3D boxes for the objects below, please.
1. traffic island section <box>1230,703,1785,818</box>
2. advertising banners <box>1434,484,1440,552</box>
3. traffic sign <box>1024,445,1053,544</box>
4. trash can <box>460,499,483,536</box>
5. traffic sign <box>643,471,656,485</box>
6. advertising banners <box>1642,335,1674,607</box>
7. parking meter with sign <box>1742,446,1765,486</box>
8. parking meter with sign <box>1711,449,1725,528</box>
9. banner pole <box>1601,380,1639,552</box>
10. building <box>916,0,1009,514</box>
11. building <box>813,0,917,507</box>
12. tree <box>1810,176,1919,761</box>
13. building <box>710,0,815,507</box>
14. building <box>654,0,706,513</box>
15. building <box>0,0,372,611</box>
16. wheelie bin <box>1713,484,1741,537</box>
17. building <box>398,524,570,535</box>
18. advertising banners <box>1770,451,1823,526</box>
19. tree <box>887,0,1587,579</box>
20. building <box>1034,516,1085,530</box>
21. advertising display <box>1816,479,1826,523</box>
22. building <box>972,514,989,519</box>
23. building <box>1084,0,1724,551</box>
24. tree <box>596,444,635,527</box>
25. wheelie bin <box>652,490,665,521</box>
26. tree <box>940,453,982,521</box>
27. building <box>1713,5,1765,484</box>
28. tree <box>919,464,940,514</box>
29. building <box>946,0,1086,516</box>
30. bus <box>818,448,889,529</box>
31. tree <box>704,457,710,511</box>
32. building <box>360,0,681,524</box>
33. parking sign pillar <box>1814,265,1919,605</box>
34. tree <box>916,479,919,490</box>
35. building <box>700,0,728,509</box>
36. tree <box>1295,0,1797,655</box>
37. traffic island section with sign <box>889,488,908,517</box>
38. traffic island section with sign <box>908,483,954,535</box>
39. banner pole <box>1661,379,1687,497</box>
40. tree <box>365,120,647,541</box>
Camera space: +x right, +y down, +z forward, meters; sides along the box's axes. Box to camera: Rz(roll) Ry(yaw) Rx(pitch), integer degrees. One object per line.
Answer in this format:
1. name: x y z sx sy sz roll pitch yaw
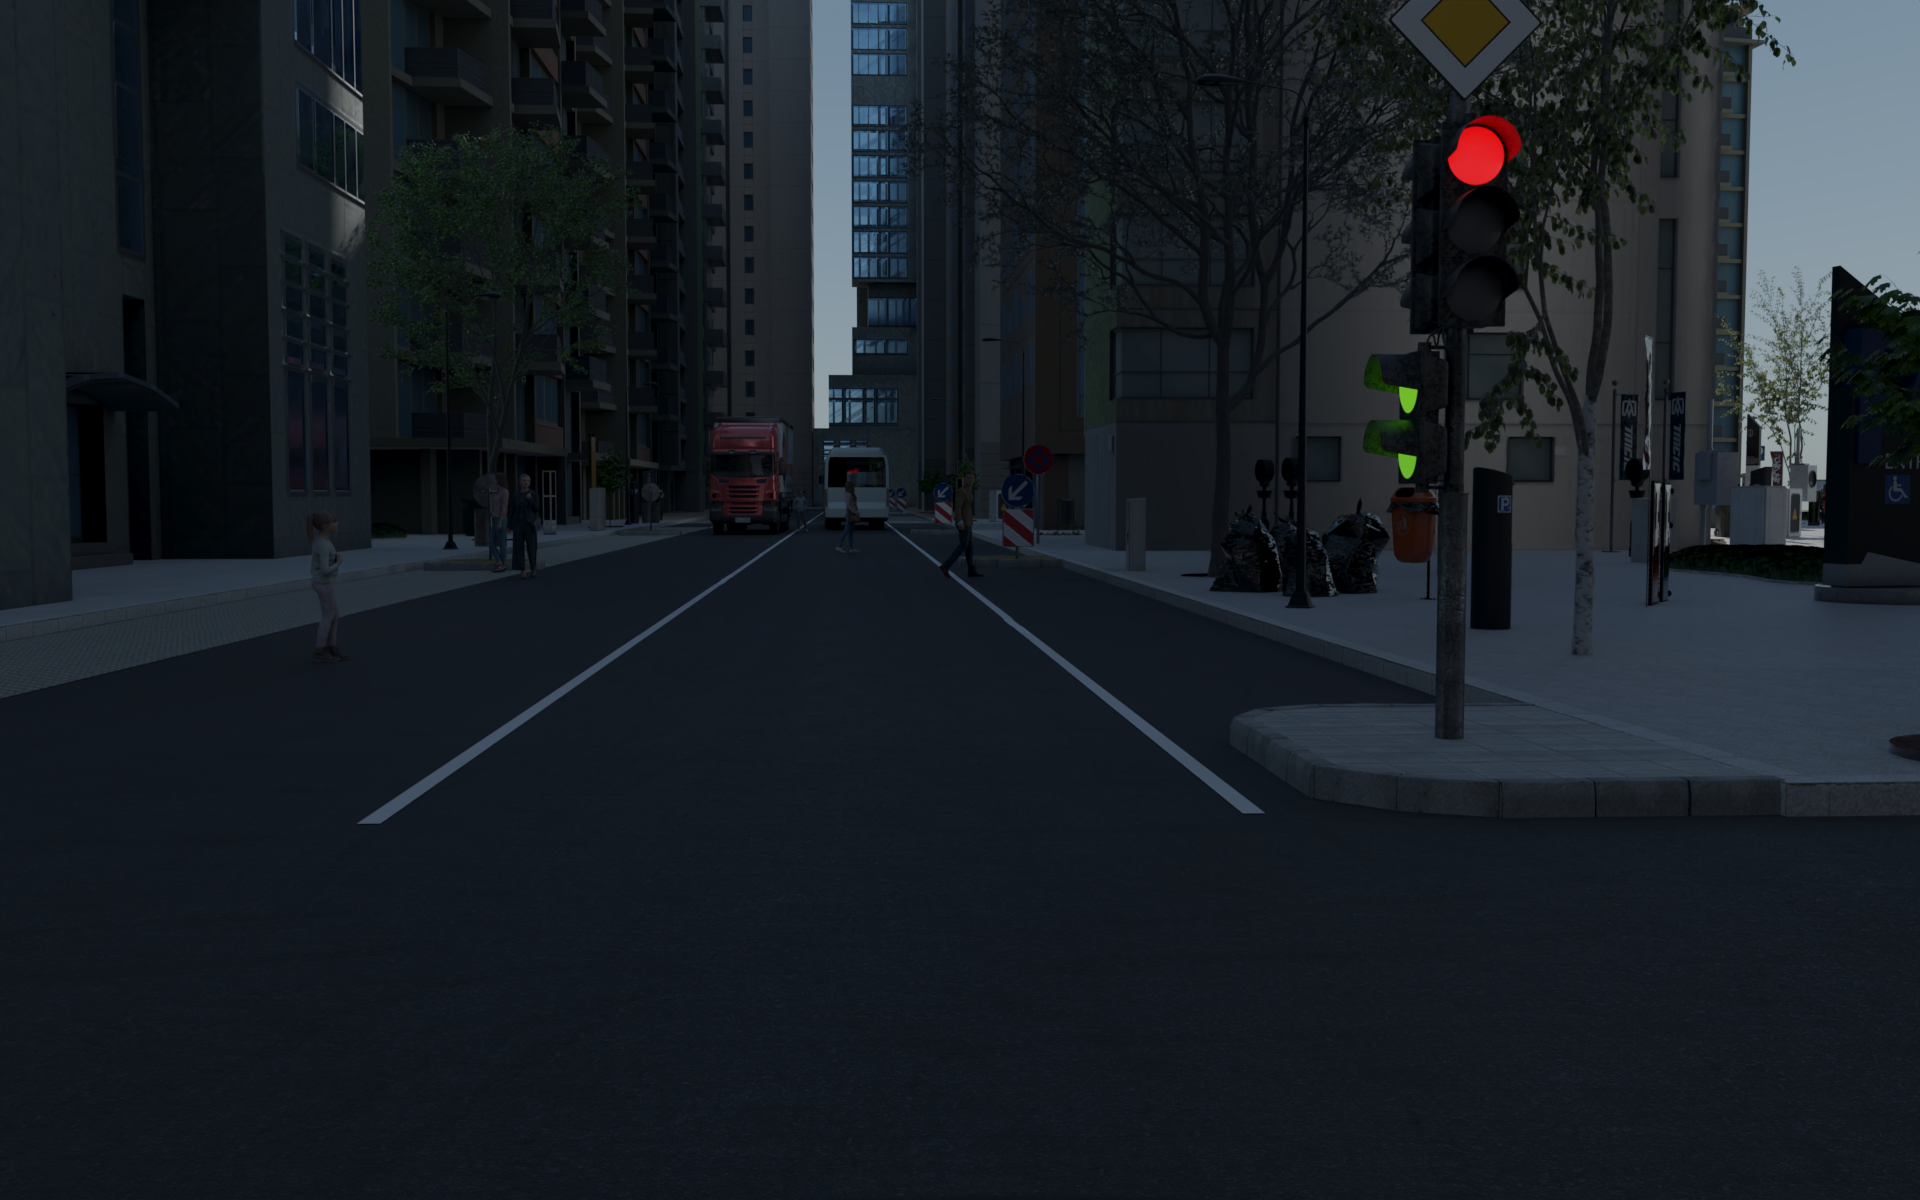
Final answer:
1. traffic island section: 2.597 0.805 9.117 2.009 0.180 2.903 0 4 -4
2. advertising banners: 10.474 -2.530 37.548 0.090 3.025 2.074 0 4 -2
3. traffic sign: 2.017 -2.728 44.705 0.768 2.556 0.104 0 4 -2
4. trash can: -14.810 -2.506 52.634 0.748 1.137 0.748 0 3 0
5. traffic sign: -13.935 -4.627 77.774 0.606 2.300 0.079 0 4 1
6. advertising banners: 8.047 -1.456 20.000 0.090 3.025 2.074 2 4 31
7. parking meter with sign: 28.869 -4.098 63.261 0.543 3.016 1.738 1 4 12
8. parking meter with sign: 28.751 -4.261 65.931 0.543 3.016 1.738 2 4 27
9. banner pole: 14.601 -2.947 38.199 0.863 3.779 0.401 -1 4 -17
10. building: 6.845 -36.869 144.813 21.231 58.520 28.212 0 4 -4
11. building: 0.430 -52.965 178.657 31.000 86.520 22.319 0 4 -4
12. tree: 4.998 -0.845 8.412 1.663 3.219 1.824 0 3 0
13. building: -29.064 -38.827 176.823 28.212 58.520 21.231 0 4 -4
14. building: -25.271 -26.612 118.707 14.154 41.232 14.086 0 4 -4
15. building: -22.132 -43.413 22.478 22.319 86.520 31.000 0 4 -4
16. wheelie bin: 23.028 -2.685 51.815 0.980 1.594 0.693 0 4 5
17. building: -25.652 -25.143 65.710 22.147 44.769 28.867 0 4 -4
18. advertising banners: 33.913 -4.530 70.261 2.074 3.025 0.090 1 4 10
19. tree: 4.158 -7.098 26.427 12.009 13.543 11.850 0 3 0
20. building: 9.066 -25.500 67.042 14.600 45.320 14.200 0 4 -4
21. advertising display: 38.120 -4.341 76.186 0.974 1.923 0.123 1 4 23
22. building: 10.633 -34.272 102.354 21.231 58.520 28.212 0 4 -4
23. building: 10.078 -22.109 45.085 14.154 41.232 14.086 0 4 -4
24. tree: -13.404 -4.423 66.918 1.663 3.219 1.824 0 3 0
25. wheelie bin: -14.583 -4.606 83.222 0.693 1.594 0.980 0 4 7
26. tree: 0.181 -5.355 82.149 1.663 3.219 1.824 0 3 0
27. building: 53.732 -30.394 151.560 28.867 44.769 22.147 0 4 -4
28. tree: -1.525 -7.188 112.125 1.663 3.219 1.824 0 3 0
29. building: 6.292 -28.965 123.691 14.600 45.320 14.200 0 4 -4
30. bus: -4.641 -4.903 75.031 2.948 3.499 13.247 0 4 -5
31. tree: -18.778 -9.085 132.248 4.285 4.588 4.351 0 3 0
32. building: -27.669 -27.055 96.968 22.147 44.769 28.867 0 4 -4
33. parking sign pillar: 11.003 -1.963 20.568 1.447 3.967 1.447 -1 4 -12
34. tree: -2.350 -7.664 119.914 1.663 3.219 1.824 0 3 0
35. building: -35.180 -32.105 144.528 30.456 49.044 23.786 0 4 -4
36. tree: 4.763 -3.874 13.698 4.360 8.622 3.978 0 3 0
37. traffic island section with sign: -3.870 -6.244 110.711 1.989 1.847 2.006 0 4 -4
38. traffic island section with sign: -0.749 -3.247 61.720 1.989 1.847 2.006 0 4 -4
39. banner pole: 15.418 -2.906 37.536 0.401 3.779 0.863 -1 4 -17
40. tree: -12.741 -7.449 47.544 9.928 11.665 9.643 0 3 0
